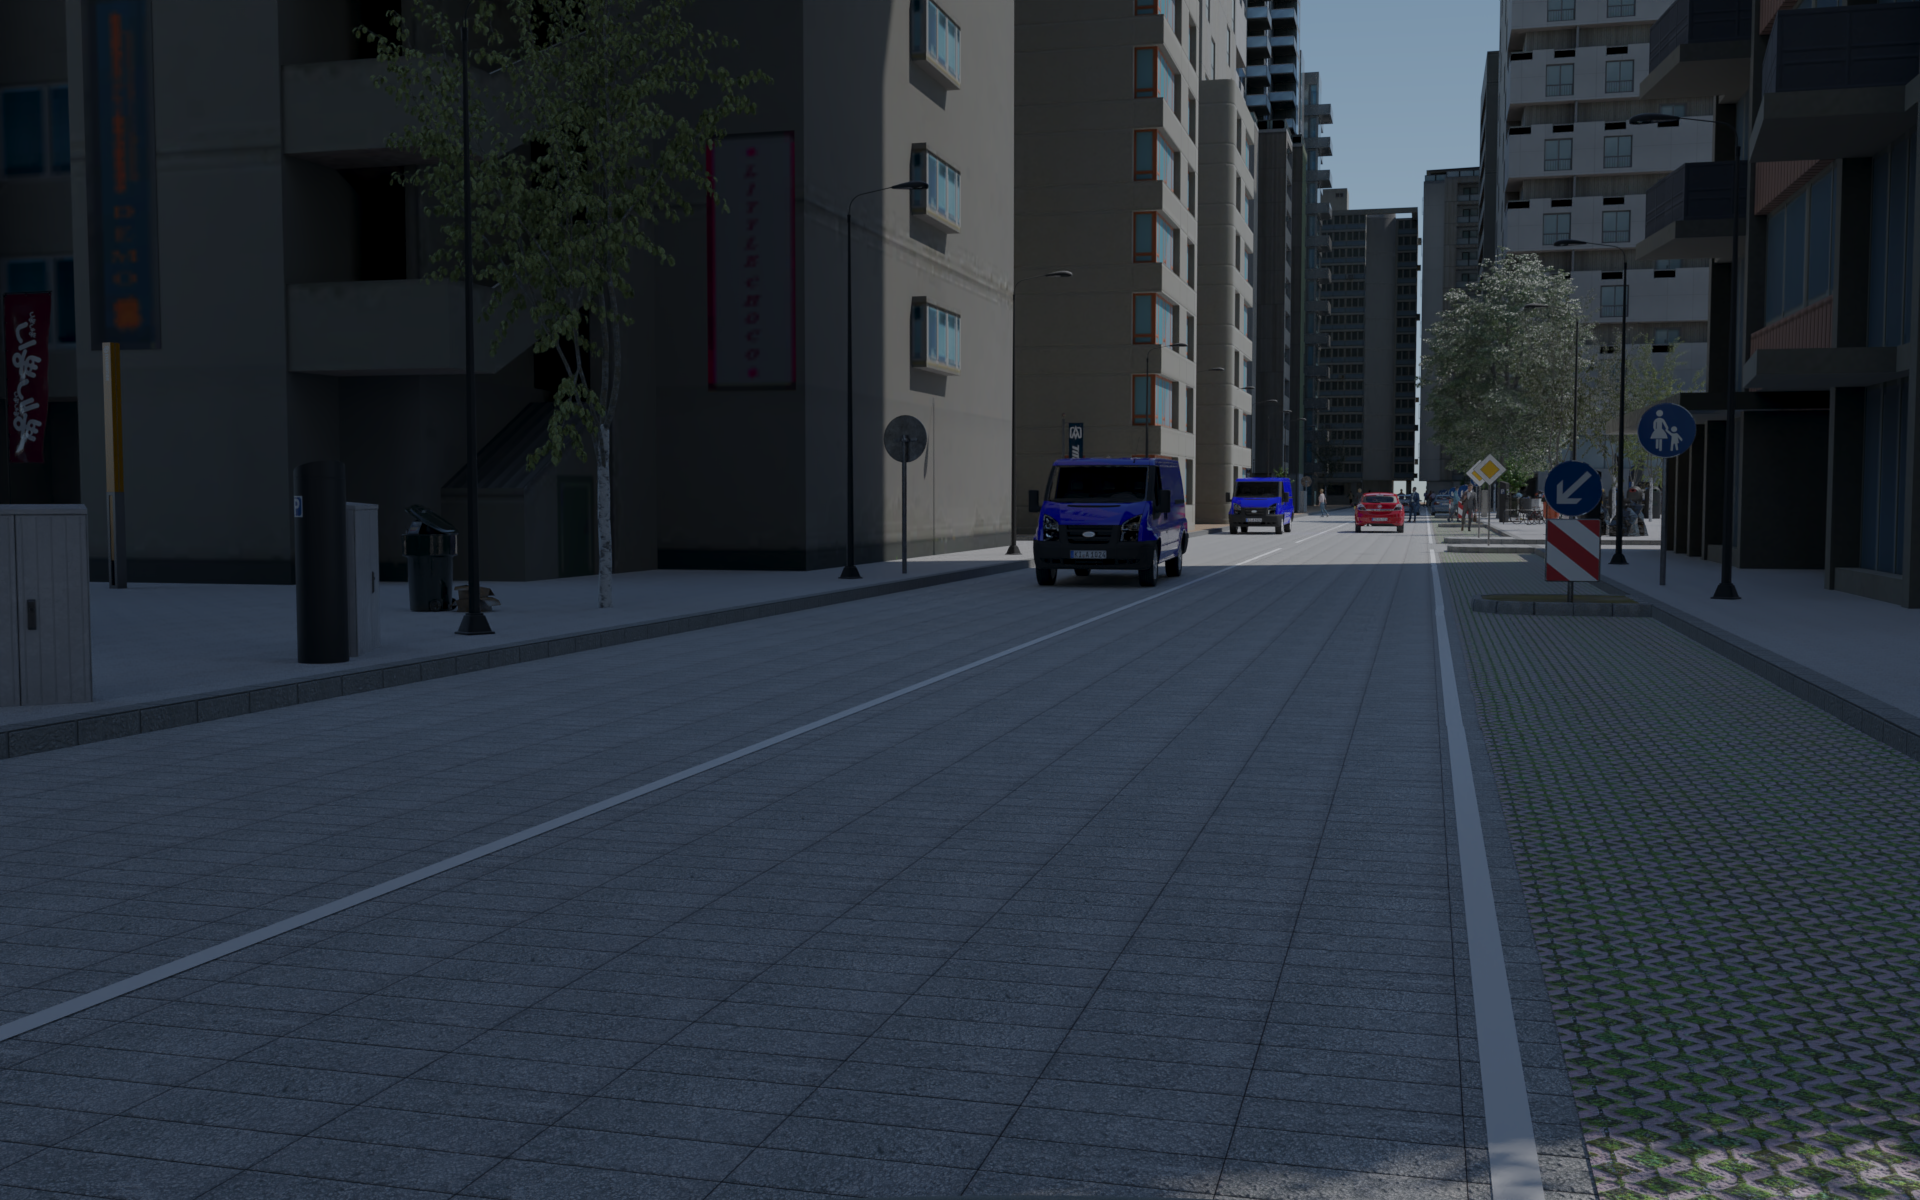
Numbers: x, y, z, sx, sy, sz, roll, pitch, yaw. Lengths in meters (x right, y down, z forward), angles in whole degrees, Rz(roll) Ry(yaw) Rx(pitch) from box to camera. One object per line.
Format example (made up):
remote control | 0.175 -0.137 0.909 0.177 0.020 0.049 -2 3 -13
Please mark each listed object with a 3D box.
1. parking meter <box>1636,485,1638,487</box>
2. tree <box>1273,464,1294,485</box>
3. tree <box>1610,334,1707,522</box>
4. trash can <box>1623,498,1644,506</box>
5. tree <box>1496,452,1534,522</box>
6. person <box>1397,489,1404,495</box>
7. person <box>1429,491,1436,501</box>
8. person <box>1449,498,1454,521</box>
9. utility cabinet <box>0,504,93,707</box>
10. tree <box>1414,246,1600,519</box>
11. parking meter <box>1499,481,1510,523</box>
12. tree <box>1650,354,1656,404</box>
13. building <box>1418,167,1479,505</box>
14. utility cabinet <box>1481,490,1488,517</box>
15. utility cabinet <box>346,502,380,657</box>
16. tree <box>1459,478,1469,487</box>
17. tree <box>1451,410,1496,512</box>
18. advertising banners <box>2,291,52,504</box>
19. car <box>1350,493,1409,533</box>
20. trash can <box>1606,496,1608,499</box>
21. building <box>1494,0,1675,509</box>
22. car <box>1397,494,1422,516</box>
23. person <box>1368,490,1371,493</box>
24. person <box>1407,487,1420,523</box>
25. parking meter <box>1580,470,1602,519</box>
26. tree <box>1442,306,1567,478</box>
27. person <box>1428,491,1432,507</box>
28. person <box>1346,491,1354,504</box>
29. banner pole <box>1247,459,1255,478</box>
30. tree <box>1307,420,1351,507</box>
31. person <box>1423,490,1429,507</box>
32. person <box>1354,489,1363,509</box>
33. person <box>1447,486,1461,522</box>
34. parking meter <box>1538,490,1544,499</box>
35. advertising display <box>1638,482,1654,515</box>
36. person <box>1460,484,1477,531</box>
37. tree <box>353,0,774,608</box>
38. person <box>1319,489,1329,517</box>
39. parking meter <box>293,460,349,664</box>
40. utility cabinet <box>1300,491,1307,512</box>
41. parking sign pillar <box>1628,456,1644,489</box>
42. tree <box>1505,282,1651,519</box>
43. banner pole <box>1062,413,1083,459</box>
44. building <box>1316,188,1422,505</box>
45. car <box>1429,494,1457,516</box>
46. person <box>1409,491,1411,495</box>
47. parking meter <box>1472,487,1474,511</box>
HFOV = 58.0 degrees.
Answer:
parking meter | 43.941 -6.507 112.107 0.399 1.863 0.255 0 4 0
tree | 20.621 -7.154 111.562 1.663 3.219 1.824 0 3 0
tree | 32.287 -7.935 80.092 4.737 8.622 4.395 0 3 0
trash can | 22.653 -2.860 58.410 0.748 1.137 0.748 0 3 0
tree | 25.125 -5.175 79.211 1.663 3.219 1.824 0 3 0
person | 32.920 -7.386 129.218 1.348 1.831 0.705 1 4 19
person | 45.430 -9.587 166.188 0.756 1.711 0.436 1 4 15
person | 26.506 -4.864 93.037 0.382 1.210 0.505 -2 4 -25
utility cabinet | -5.844 0.041 10.489 1.020 1.237 0.306 -2 4 -30
tree | 28.583 -11.255 90.678 9.857 13.997 8.962 0 3 0
parking meter | 24.493 -4.417 77.923 0.255 1.863 0.399 -3 4 -36
tree | 28.427 -7.664 75.661 4.360 8.622 3.978 0 3 0
building | 63.018 -32.191 209.922 14.086 41.232 14.154 1 4 15
utility cabinet | 28.964 -5.323 95.702 0.318 1.500 1.173 1 4 14
utility cabinet | -4.951 -0.179 14.090 0.306 1.237 1.020 -1 4 -9
tree | 54.872 -11.900 189.168 1.663 3.219 1.824 0 3 0
tree | 38.042 -10.613 123.881 4.737 8.622 4.395 0 3 0
advertising banners | -8.804 -1.167 15.274 2.074 3.025 0.090 1 4 17
car | 15.835 -3.447 65.396 2.155 1.783 4.494 1 4 13
trash can | 40.258 -5.839 107.115 0.748 1.137 0.748 0 3 0
building | 56.334 -33.382 135.041 28.713 52.752 27.495 1 4 15
car | 29.973 -6.376 116.254 2.014 1.417 4.499 1 4 16
person | 38.167 -9.344 161.291 0.705 1.823 1.348 -3 5 -41
person | 22.809 -4.799 87.141 0.419 1.800 0.721 -3 4 -37
parking meter | 13.782 -1.964 37.825 0.399 1.863 0.255 -1 4 -9
tree | 33.012 -11.429 104.998 7.486 12.596 7.792 0 3 0
person | 53.550 -11.528 196.913 1.348 1.831 0.705 -3 5 -40
person | 46.113 -11.979 204.447 1.348 1.812 0.705 -2 4 -33
banner pole | 20.806 -8.203 124.140 0.863 3.779 0.401 1 4 16
tree | 36.874 -13.638 173.341 4.360 8.622 3.978 0 3 0
person | 50.747 -11.012 188.417 0.709 1.838 0.599 -1 4 -19
person | 26.925 -6.514 115.216 0.699 1.804 1.509 -3 5 -44
person | 25.136 -4.865 87.912 0.748 1.841 0.638 2 4 27
parking meter | 36.696 -6.177 109.403 0.372 1.533 0.369 0 3 0
advertising display | 36.548 -5.328 92.334 0.123 1.923 0.974 -2 4 -27
person | 19.495 -3.543 66.385 0.622 1.834 0.822 1 4 10
tree | -4.239 -4.213 19.248 4.737 8.622 4.395 0 3 0
person | 22.502 -5.981 106.968 0.598 1.740 0.731 2 4 27
parking meter | -4.870 -0.293 13.207 0.372 1.533 0.369 0 3 0
utility cabinet | 24.057 -6.894 121.398 0.318 1.500 1.173 1 4 20
parking sign pillar | 46.526 -7.997 119.217 1.447 3.967 1.447 -3 5 -41
tree | 21.333 -6.779 61.193 4.360 8.622 3.978 0 3 0
banner pole | 3.409 -3.874 53.357 0.863 3.779 0.401 -1 4 -9
building | 46.867 -32.498 223.224 23.993 40.220 32.217 1 4 15
car | 32.296 -6.322 115.372 2.014 1.417 4.499 1 4 14
person | 50.609 -11.377 195.228 0.721 1.735 1.217 2 4 34
parking meter | 35.656 -7.045 120.901 0.399 1.863 0.255 -1 4 -14
